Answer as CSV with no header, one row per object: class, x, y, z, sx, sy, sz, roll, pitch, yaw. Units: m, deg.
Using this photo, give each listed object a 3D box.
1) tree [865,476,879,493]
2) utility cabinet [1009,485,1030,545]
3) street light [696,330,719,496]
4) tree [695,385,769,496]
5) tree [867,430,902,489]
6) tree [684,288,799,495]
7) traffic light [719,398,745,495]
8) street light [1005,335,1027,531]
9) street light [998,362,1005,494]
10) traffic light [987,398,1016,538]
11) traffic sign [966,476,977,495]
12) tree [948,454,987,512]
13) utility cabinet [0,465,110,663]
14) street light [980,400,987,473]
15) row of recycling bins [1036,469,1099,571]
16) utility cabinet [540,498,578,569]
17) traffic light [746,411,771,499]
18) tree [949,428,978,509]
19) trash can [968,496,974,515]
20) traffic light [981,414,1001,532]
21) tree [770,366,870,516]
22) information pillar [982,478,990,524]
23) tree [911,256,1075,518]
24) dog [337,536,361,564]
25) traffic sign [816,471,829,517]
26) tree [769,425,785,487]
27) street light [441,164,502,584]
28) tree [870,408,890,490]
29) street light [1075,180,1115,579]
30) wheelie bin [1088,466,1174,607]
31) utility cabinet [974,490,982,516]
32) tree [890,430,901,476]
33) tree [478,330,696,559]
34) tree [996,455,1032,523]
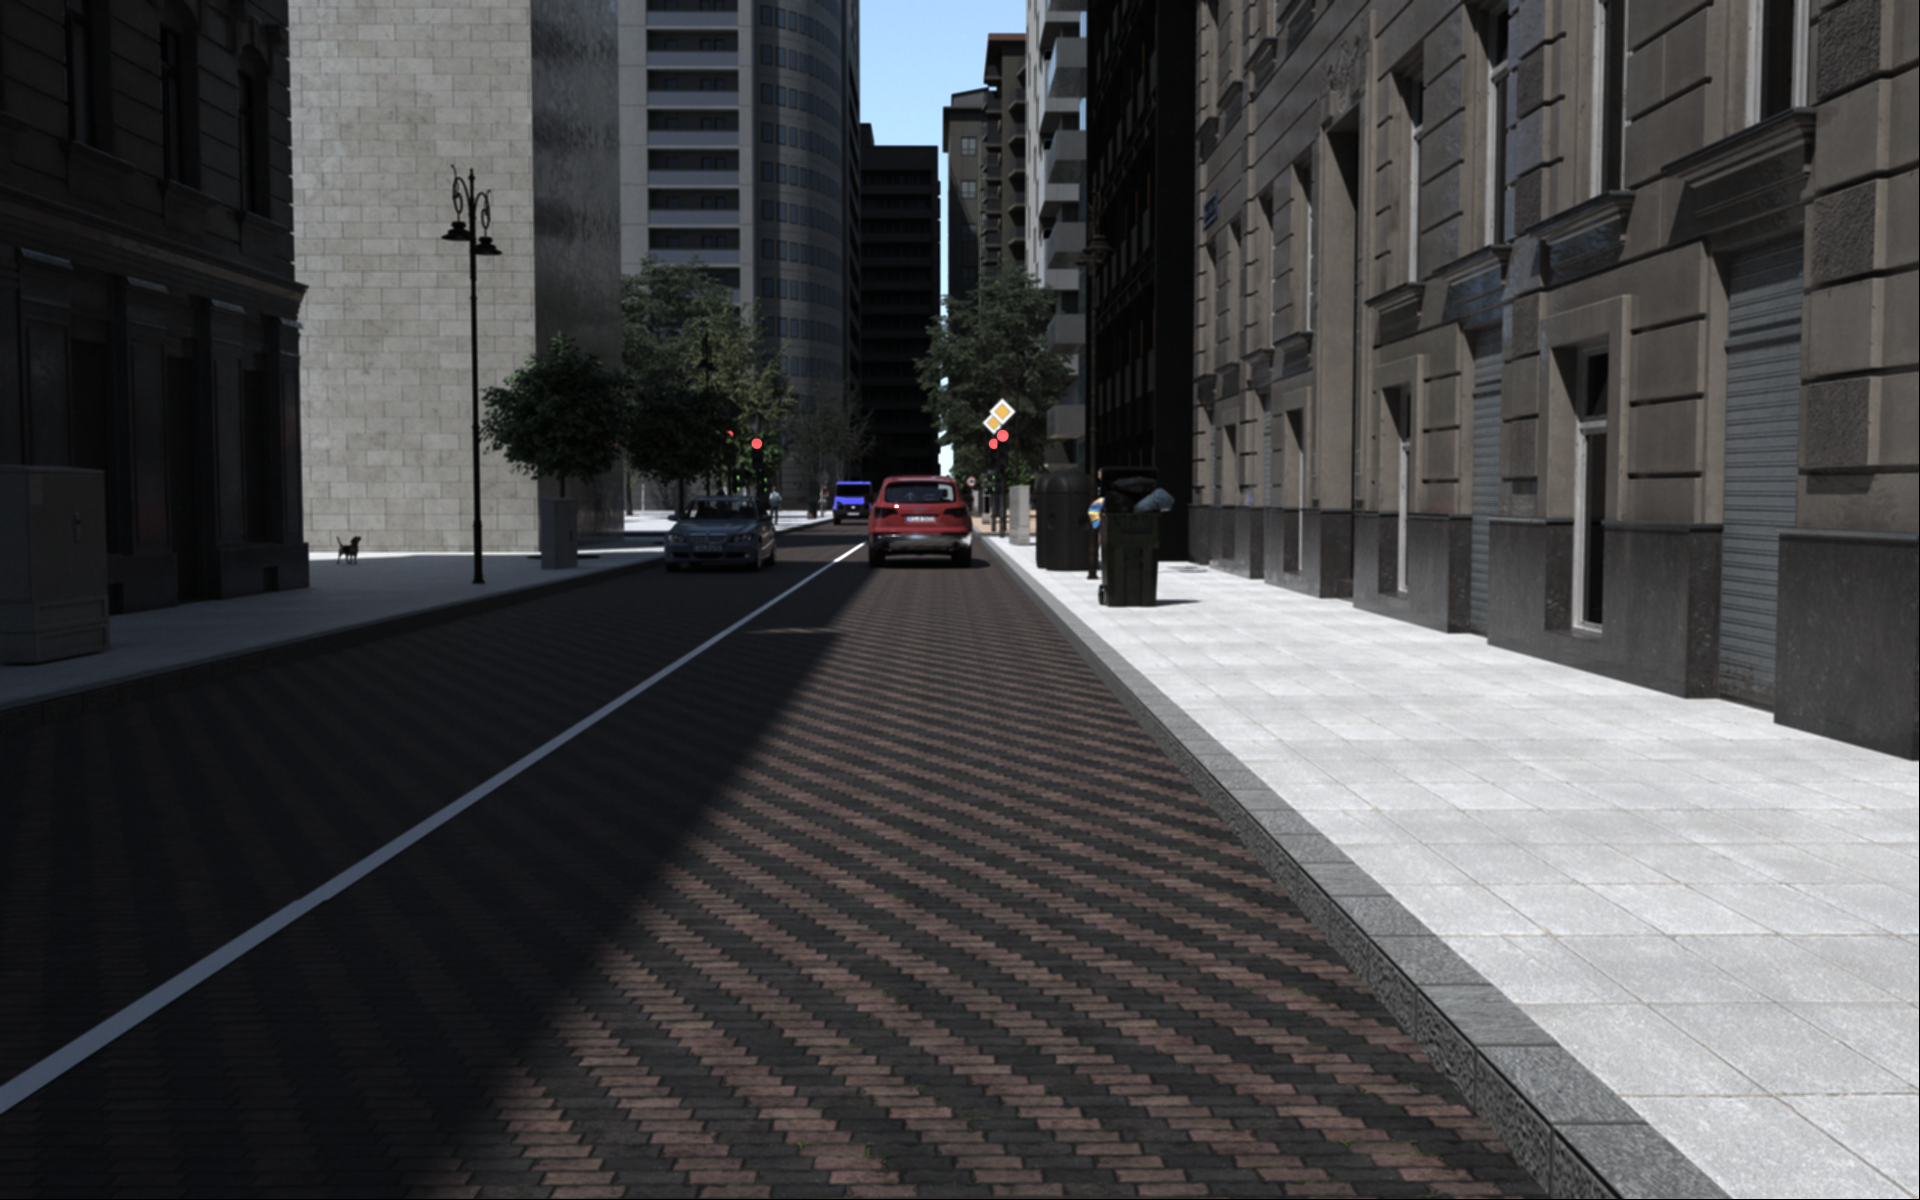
tree,-8.806,-10.639,168.546,1.663,3.219,1.824,0,3,0
utility cabinet,1.486,-2.140,43.661,0.318,1.500,1.173,-1,4,-9
street light,-7.144,-4.664,49.049,0.468,5.910,1.993,0,4,-1
tree,-7.224,-3.734,44.767,4.285,4.588,4.351,0,3,0
tree,-8.869,-15.120,197.573,4.737,8.622,4.395,0,3,0
tree,-8.181,-6.889,62.994,4.737,8.622,4.395,0,3,0
traffic light,-6.737,-3.780,50.723,0.839,4.253,0.868,0,4,-1
street light,1.666,-4.746,50.384,0.468,5.910,1.993,0,4,-1
street light,1.572,-5.377,60.699,0.468,5.910,1.993,0,4,-1
traffic light,1.224,-3.787,50.833,0.839,4.253,0.868,0,4,-1
traffic sign,0.825,-7.480,122.404,0.768,2.556,0.104,0,4,0
tree,0.786,-8.685,125.720,4.285,4.588,4.351,0,3,0
utility cabinet,-7.042,-0.292,13.461,0.318,1.500,1.173,0,4,-1
street light,1.235,-6.863,85.003,0.468,5.910,1.993,0,4,-1
row of recycling bins,1.818,-1.428,30.460,1.069,1.692,3.534,0,4,-1
utility cabinet,-6.940,-1.154,30.027,0.306,1.237,1.020,0,4,8
traffic light,-6.831,-4.268,58.708,0.839,4.253,0.868,0,4,-1
tree,1.108,-12.130,148.680,4.737,8.622,4.395,0,3,0
trash can,0.788,-5.660,104.188,0.748,1.137,0.748,0,3,0
traffic light,1.129,-4.275,58.817,0.839,4.253,0.868,0,4,-1
tree,-8.106,-9.158,100.095,4.360,8.622,3.978,0,3,0
information pillar,1.122,-4.263,74.188,0.304,2.012,0.304,-1,4,-15
tree,2.128,-11.510,94.842,9.857,13.997,8.962,0,3,0
dog,-11.240,-0.919,31.851,0.540,0.507,0.406,0,4,-3
traffic sign,-7.592,-5.846,95.696,0.768,2.556,0.104,0,4,4
tree,-8.667,-5.302,70.393,4.285,4.588,4.351,0,3,0
street light,-6.929,-3.178,24.743,0.468,5.910,1.993,0,4,-1
tree,-7.817,-10.147,116.272,4.360,8.622,3.978,0,3,0
street light,2.000,-3.251,25.950,0.468,5.910,1.993,0,4,-1
wheelie bin,1.976,-0.731,19.856,0.980,1.594,0.693,0,4,-4
utility cabinet,1.152,-5.729,102.352,0.318,1.500,1.173,1,4,21
tree,-8.653,-14.704,190.778,4.360,8.622,3.978,0,3,0
tree,-7.893,-3.120,34.731,4.285,4.588,4.351,0,3,0
tree,2.073,-5.120,78.318,1.663,3.219,1.824,0,3,0
